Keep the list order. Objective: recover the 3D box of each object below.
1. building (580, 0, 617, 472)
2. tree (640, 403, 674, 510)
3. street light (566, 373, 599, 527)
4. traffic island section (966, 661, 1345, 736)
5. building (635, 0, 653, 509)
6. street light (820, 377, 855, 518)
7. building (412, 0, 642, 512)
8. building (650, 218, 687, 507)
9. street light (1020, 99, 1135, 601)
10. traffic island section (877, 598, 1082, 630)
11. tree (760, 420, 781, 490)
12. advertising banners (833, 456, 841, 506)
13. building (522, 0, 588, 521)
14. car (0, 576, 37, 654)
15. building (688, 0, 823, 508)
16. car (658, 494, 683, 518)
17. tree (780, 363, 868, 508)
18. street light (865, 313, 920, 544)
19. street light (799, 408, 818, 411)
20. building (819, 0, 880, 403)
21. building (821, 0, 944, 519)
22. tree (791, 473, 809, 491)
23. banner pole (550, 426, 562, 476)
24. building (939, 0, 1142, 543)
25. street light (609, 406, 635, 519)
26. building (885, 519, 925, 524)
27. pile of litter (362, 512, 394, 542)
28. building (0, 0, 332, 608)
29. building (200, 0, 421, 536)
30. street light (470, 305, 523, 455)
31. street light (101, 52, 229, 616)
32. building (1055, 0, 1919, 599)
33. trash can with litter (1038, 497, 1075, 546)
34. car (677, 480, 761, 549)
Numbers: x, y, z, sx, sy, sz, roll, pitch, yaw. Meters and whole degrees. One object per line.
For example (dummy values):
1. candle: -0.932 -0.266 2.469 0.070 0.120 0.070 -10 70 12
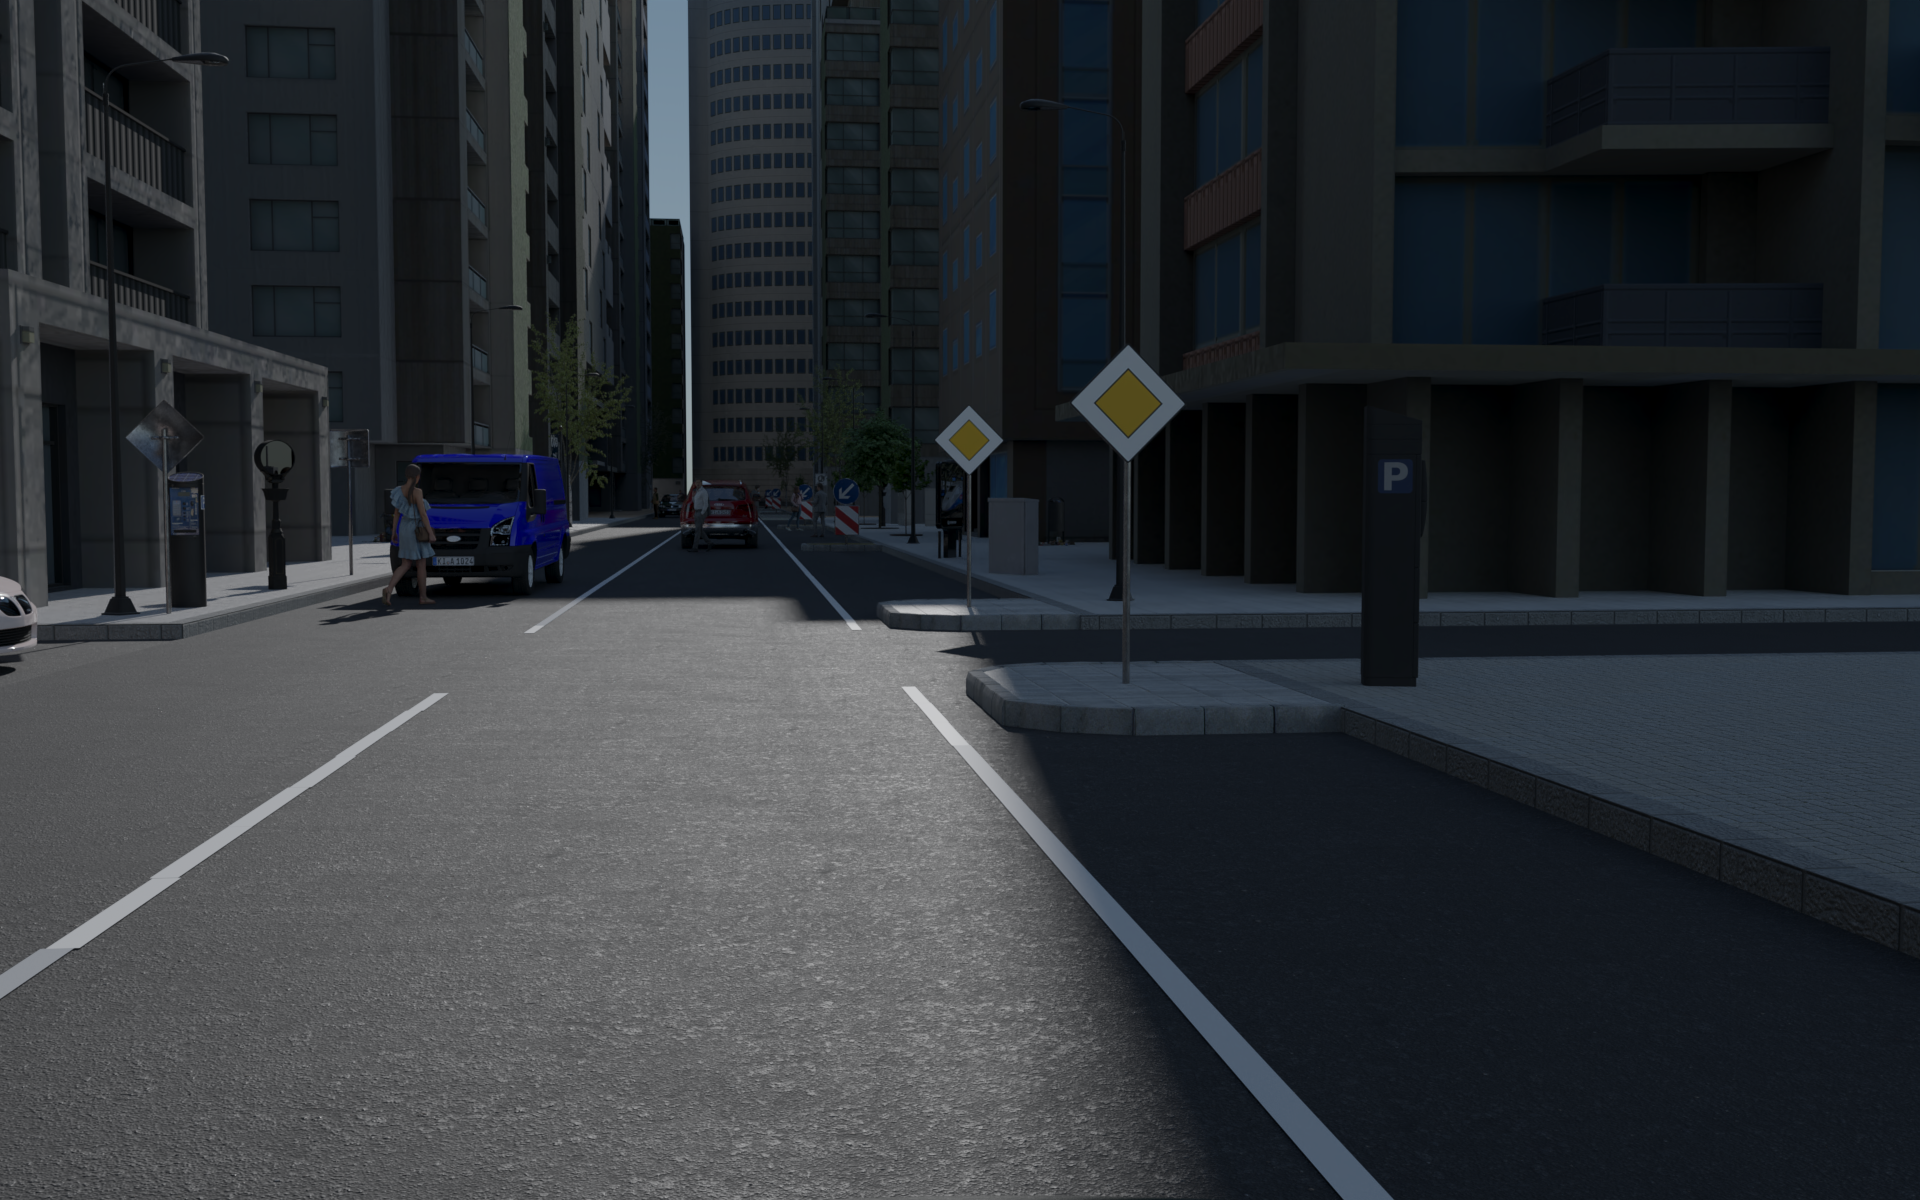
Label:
1. building: -35.450 -31.509 104.410 28.713 52.752 27.495 0 4 -7
2. tree: -25.043 -11.520 138.706 4.360 8.622 3.978 0 3 0
3. street light: -14.543 -5.751 66.568 1.470 5.913 1.316 0 4 -7
4. traffic island section: 1.143 0.645 11.743 2.009 0.180 2.903 0 4 -7
5. building: -41.981 -37.412 153.687 28.212 58.520 21.231 0 4 -7
6. street light: -4.770 -5.898 68.980 1.470 5.913 1.316 0 4 -7
7. building: -31.030 -27.106 126.772 14.154 41.232 14.086 0 4 -7
8. building: -36.043 -25.133 182.623 14.107 30.474 14.160 0 4 -7
9. street light: 1.397 -2.940 20.617 1.470 5.913 1.316 0 4 -7
10. traffic island section: 0.122 0.160 19.663 2.009 0.180 2.903 0 4 -7
11. tree: -16.641 -13.030 163.395 4.737 8.622 4.395 0 3 0
12. advertising banners: -5.420 -4.931 76.812 0.090 3.025 2.074 0 4 4
13. building: -24.974 -18.819 79.388 14.160 30.474 14.107 0 4 -7
14. car: -9.934 -0.078 13.639 4.827 1.381 2.083 0 4 -7
15. building: -15.157 -39.554 188.712 28.212 58.520 21.231 0 4 -7
16. car: -17.613 -5.918 106.540 2.009 1.686 4.222 0 4 -6
17. tree: -7.078 -8.943 96.576 4.737 8.622 4.395 0 3 0
18. street light: -1.750 -4.412 44.670 1.470 5.913 1.316 0 4 -7
19. street light: -7.941 -7.384 93.272 1.470 5.913 1.316 0 4 -7
20. building: 3.635 -32.985 128.541 28.713 52.752 27.495 0 4 -7
21. building: -1.631 -20.544 107.602 14.160 30.474 14.107 0 4 -7
22. tree: -14.561 -9.929 156.933 1.663 3.219 1.824 0 3 0
23. banner pole: -14.816 -4.510 63.762 0.401 3.779 0.863 1 4 23
24. building: 7.036 -24.568 51.793 14.600 45.320 14.200 0 4 -7
25. street light: -17.735 -7.236 90.853 1.470 5.913 1.316 0 4 -7
26. building: 3.125 -18.916 80.977 14.160 30.474 14.107 0 4 -7
27. pile of litter: -15.140 -1.983 46.387 1.719 0.858 1.176 1 4 23
28. building: -21.763 -35.933 25.751 20.563 71.187 20.611 0 4 -7
29. building: -22.353 -22.848 57.159 14.154 41.232 14.086 0 4 -7
30. street light: -11.457 -4.291 42.698 1.470 5.913 1.316 0 4 -7
31. street light: -8.401 -2.800 18.328 1.470 5.913 1.316 0 4 -7
32. building: 16.641 -23.014 30.906 28.867 44.769 22.147 0 4 -7
33. trash can with litter: 2.047 -1.980 43.430 2.233 1.210 1.678 -3 4 -39
34. car: -6.563 -2.357 47.217 2.281 1.827 5.304 0 4 -8
